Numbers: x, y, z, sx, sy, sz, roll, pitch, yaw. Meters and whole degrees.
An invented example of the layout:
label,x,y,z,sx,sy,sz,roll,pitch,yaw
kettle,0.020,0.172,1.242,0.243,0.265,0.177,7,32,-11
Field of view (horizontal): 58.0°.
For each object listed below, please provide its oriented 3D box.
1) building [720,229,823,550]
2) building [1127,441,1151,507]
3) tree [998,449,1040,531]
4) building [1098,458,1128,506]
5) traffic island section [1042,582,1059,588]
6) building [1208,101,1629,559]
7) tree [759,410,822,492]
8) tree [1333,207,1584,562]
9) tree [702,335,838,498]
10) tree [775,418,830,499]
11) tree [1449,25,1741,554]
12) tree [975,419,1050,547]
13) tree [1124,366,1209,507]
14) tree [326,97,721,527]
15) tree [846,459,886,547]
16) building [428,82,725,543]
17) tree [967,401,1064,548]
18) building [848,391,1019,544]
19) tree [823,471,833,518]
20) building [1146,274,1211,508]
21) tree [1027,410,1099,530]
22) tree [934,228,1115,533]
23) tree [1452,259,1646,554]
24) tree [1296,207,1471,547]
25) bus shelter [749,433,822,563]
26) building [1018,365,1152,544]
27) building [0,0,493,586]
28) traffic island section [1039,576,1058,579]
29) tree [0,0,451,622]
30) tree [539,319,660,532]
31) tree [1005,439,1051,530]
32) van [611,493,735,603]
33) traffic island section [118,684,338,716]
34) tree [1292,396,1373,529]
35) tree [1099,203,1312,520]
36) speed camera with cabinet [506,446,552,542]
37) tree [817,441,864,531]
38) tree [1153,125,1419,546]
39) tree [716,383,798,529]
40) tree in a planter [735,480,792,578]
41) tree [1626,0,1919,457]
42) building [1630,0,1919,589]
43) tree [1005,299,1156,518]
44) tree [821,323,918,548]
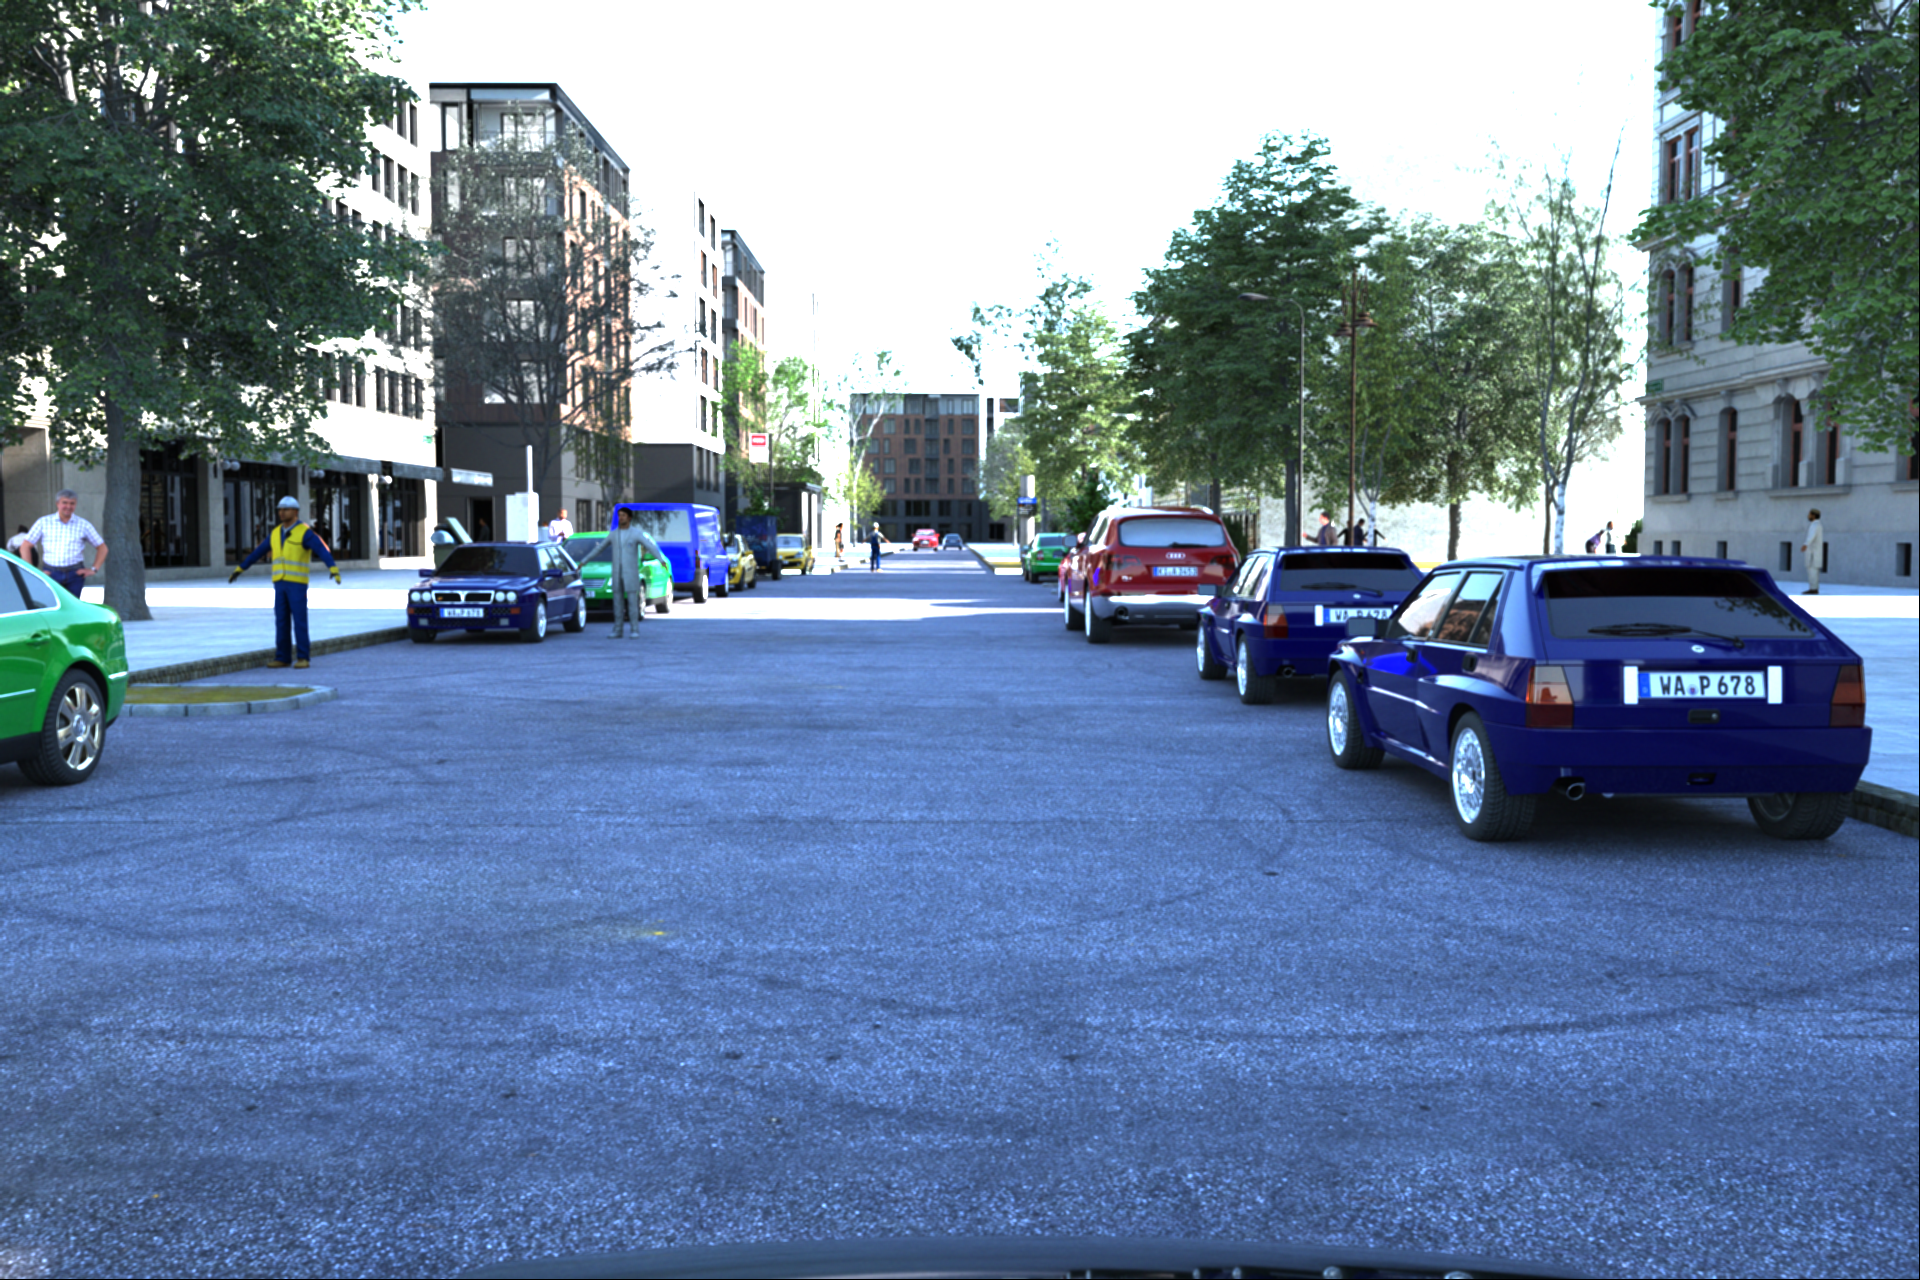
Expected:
label,x,y,z,sx,sy,sz,roll,pitch,yaw
building,-25.605,-17.647,132.496,27.936,21.610,32.646,0,4,0
building,19.616,-12.246,142.364,9.099,9.664,28.070,0,4,0
tree,5.506,-11.857,144.222,4.737,8.622,4.395,0,3,0
building,21.014,-15.243,191.372,9.099,9.664,28.070,0,4,-1
traffic island section,3.252,-1.492,47.254,1.991,0.108,1.994,0,4,0
building,24.599,-16.300,97.439,19.493,23.208,18.063,0,4,0
tree,-9.908,-9.188,100.588,4.360,8.622,3.978,0,3,0
tree,19.113,-9.794,66.793,9.857,13.997,8.962,0,3,0
tree,-10.050,-10.140,91.550,9.928,11.665,9.643,0,3,0
tree,-9.987,-9.702,108.982,4.737,8.622,4.395,0,3,0
tree,8.880,-4.627,26.018,4.360,8.622,3.978,0,3,0
tree,4.933,-15.332,168.798,7.486,12.596,7.792,0,3,0
tree,9.655,-7.543,73.692,4.360,8.622,3.978,0,3,0
tree,-11.895,-8.454,48.591,12.009,13.543,11.850,0,3,0
tree,-9.259,-13.342,168.506,4.737,8.622,4.395,0,3,0
building,-28.892,-15.345,94.873,27.936,21.610,32.646,0,4,-1
tree,5.688,-15.102,157.295,12.009,13.543,11.850,0,3,0
building,-0.229,-25.259,259.419,32.646,21.610,27.936,0,4,-5
tree,-22.360,-20.669,256.061,7.486,12.596,7.792,0,3,0
building,23.182,-17.420,115.741,19.493,23.208,18.063,0,4,0
tree,6.372,-8.927,96.326,4.360,8.622,3.978,0,3,0
tree,4.722,-15.549,110.117,12.611,20.169,13.585,0,3,0
tree,26.412,-10.210,77.311,12.009,13.543,11.850,0,3,0
tree,9.597,-5.486,40.066,4.737,8.622,4.395,0,3,0
bus shelter,-7.240,-5.752,71.682,2.179,5.291,8.768,0,4,1
building,21.447,-23.354,225.818,27.936,21.610,32.646,0,4,-1
building,-30.973,-15.433,54.495,24.374,26.755,37.873,0,3,0
traffic island section,3.166,-2.015,55.807,1.991,0.108,1.994,0,4,-1
tree,-12.401,-7.265,25.440,9.857,13.997,8.962,0,3,0
tree,-11.851,-6.636,58.867,4.360,8.622,3.978,0,3,0
tree,5.578,-11.240,134.139,4.737,8.622,4.395,0,3,0
van,-6.179,-2.020,37.403,2.240,2.365,5.245,0,3,0
traffic island section,-6.410,0.506,14.593,1.991,0.108,1.994,0,4,0
tree,16.952,-7.928,79.979,4.360,8.622,3.978,0,3,0
tree,8.533,-8.683,60.099,7.486,12.596,7.792,0,3,0
speed camera with cabinet,-9.874,-2.774,39.691,0.660,3.252,2.038,0,3,0
tree,-9.254,-11.363,136.142,4.737,8.622,4.395,0,3,0
tree,9.002,-8.012,49.121,7.486,12.596,7.792,0,3,0
tree,-9.642,-8.173,83.984,4.360,8.622,3.978,0,3,0
tree in a planter,-6.584,-3.651,56.913,1.991,3.239,1.994,0,4,1
tree,9.242,-5.904,14.658,7.486,12.596,7.792,0,3,0
building,28.598,-15.768,45.202,14.401,28.519,23.554,0,4,0
tree,6.070,-10.107,83.375,7.486,12.596,7.792,0,3,0
tree,-11.004,-18.432,157.256,12.611,20.169,13.585,0,3,0
